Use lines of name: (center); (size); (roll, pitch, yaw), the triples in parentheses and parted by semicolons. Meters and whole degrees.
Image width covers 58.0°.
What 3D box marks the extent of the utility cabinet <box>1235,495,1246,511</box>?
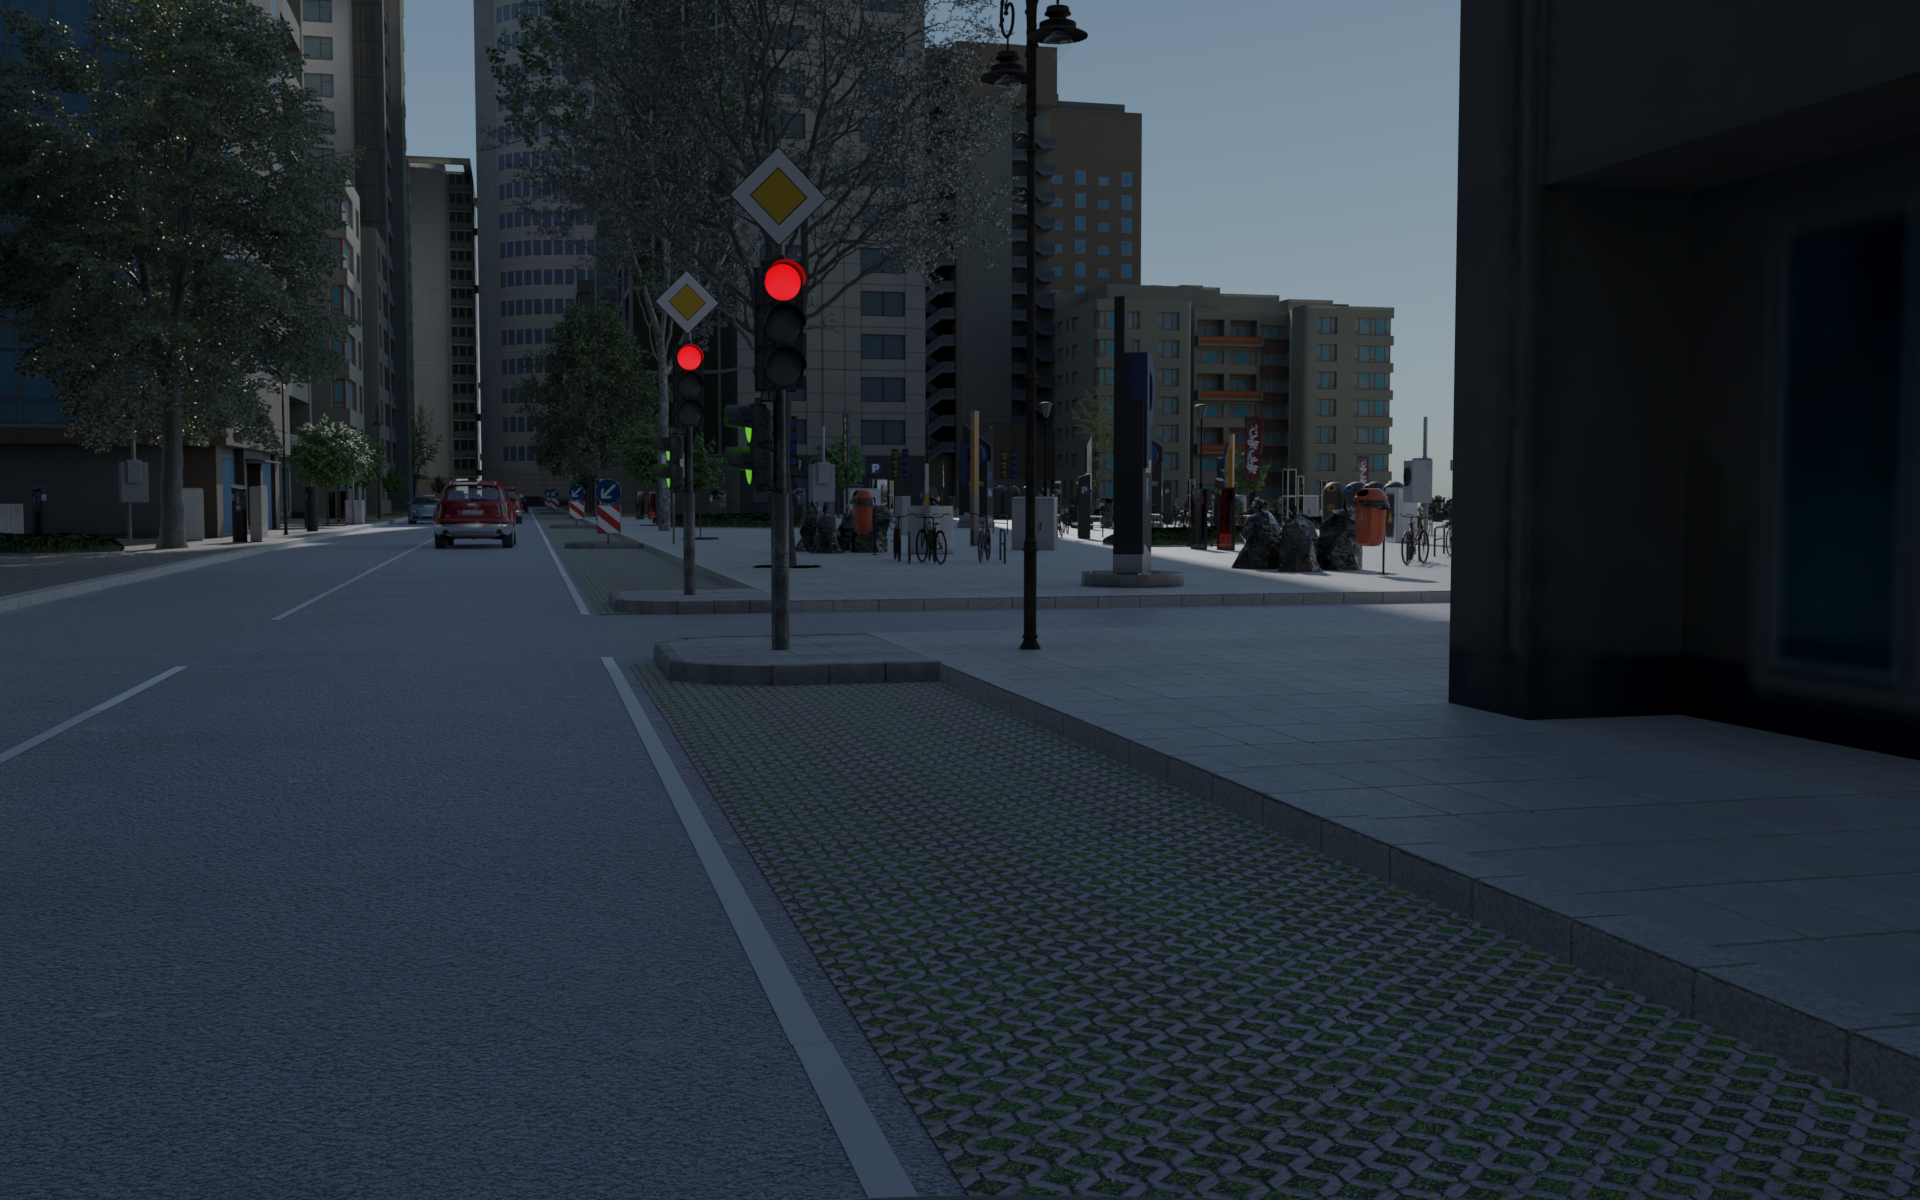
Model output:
utility cabinet: (16.222, -5.486, 100.862); (0.306, 1.237, 1.020); (-2, 4, -33)

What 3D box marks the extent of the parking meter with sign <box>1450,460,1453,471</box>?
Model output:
parking meter with sign: (25.636, -5.675, 89.043); (0.543, 3.016, 1.738); (2, 4, 27)

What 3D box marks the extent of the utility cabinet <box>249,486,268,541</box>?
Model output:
utility cabinet: (-18.940, -2.328, 46.747); (0.318, 1.500, 1.173); (-1, 4, -15)

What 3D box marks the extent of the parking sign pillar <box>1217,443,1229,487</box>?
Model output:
parking sign pillar: (13.714, -6.236, 90.437); (1.447, 3.967, 1.447); (1, 4, 17)

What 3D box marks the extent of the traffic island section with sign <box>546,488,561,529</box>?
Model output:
traffic island section with sign: (-16.155, -3.898, 72.362); (1.989, 1.847, 2.006); (-1, 4, -14)

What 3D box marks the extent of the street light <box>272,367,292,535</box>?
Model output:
street light: (-21.157, -4.978, 54.185); (0.468, 5.910, 1.993); (-1, 4, -14)

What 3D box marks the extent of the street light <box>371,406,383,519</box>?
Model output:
street light: (-29.929, -7.112, 89.074); (0.468, 5.910, 1.993); (-1, 4, -14)

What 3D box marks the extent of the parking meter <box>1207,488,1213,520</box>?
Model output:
parking meter: (13.739, -5.353, 95.934); (0.372, 1.533, 0.369); (0, 3, 0)

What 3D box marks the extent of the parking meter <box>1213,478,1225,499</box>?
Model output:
parking meter: (9.433, -3.500, 62.935); (0.255, 1.863, 0.399); (-1, 4, -16)

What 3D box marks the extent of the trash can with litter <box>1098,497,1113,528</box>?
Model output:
trash can with litter: (5.488, -3.335, 65.907); (0.624, 1.170, 1.055); (0, 4, -4)

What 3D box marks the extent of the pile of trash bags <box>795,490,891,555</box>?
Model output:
pile of trash bags: (-2.430, -1.713, 37.752); (1.912, 1.369, 3.447); (-1, 4, -17)

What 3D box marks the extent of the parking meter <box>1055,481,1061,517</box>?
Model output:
parking meter: (4.400, -4.408, 77.777); (0.255, 1.863, 0.399); (1, 4, 10)

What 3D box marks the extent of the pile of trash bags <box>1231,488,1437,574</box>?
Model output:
pile of trash bags: (6.049, -1.174, 28.952); (1.912, 1.369, 3.447); (-1, 4, -22)

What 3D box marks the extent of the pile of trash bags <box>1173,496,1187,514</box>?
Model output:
pile of trash bags: (12.948, -5.466, 99.113); (1.912, 1.369, 3.447); (2, 4, 24)

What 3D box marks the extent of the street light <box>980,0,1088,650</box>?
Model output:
street light: (0.580, -2.531, 14.163); (0.468, 5.910, 1.993); (-1, 4, -14)

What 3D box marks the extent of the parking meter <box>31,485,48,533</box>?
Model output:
parking meter: (-25.084, -2.374, 47.222); (0.372, 1.533, 0.369); (0, 3, 0)

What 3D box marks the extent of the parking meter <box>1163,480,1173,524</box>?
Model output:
parking meter: (8.784, -4.124, 73.131); (0.399, 1.863, 0.255); (2, 4, 32)

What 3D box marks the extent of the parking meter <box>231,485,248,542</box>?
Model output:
parking meter: (-19.272, -2.319, 46.321); (0.372, 1.533, 0.369); (0, 3, 0)

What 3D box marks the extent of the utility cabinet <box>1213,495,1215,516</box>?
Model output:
utility cabinet: (12.983, -4.722, 88.368); (1.020, 1.237, 0.306); (0, 4, 5)

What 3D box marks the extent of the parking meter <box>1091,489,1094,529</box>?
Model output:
parking meter: (4.684, -3.352, 63.212); (0.372, 1.533, 0.369); (0, 3, 0)

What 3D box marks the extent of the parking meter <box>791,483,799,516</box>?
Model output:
parking meter: (-8.457, -5.080, 88.775); (0.399, 1.863, 0.255); (0, 4, 6)

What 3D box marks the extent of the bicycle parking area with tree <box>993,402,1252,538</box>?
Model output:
bicycle parking area with tree: (5.199, -4.138, 54.665); (8.231, 4.147, 9.016); (0, 4, 0)

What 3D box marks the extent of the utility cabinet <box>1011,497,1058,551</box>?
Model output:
utility cabinet: (1.698, -1.738, 39.580); (1.020, 1.237, 0.306); (1, 4, 21)

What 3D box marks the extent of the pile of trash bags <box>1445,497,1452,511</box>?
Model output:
pile of trash bags: (25.375, -5.149, 93.936); (3.447, 1.369, 1.912); (3, 4, 36)

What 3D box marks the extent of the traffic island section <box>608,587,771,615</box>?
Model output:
traffic island section: (-3.418, 0.014, 22.052); (2.009, 0.180, 2.903); (-1, 4, -14)

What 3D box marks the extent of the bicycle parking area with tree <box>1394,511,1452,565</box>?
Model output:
bicycle parking area with tree: (12.577, -2.815, 33.032); (8.231, 4.147, 9.016); (2, 4, 35)

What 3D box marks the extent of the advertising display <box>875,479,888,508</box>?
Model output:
advertising display: (-3.410, -4.269, 75.018); (0.123, 1.923, 0.974); (2, 4, 26)

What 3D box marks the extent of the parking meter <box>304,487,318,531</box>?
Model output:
parking meter: (-24.523, -3.479, 65.287); (0.372, 1.533, 0.369); (0, 3, 0)

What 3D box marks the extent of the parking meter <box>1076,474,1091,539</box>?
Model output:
parking meter: (3.544, -2.692, 49.729); (0.399, 1.863, 0.255); (0, 4, -2)

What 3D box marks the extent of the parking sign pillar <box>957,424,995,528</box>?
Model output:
parking sign pillar: (0.657, -4.918, 68.884); (1.447, 3.967, 1.447); (-2, 4, -28)

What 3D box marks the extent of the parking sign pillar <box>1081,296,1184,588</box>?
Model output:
parking sign pillar: (2.430, -2.190, 24.278); (1.447, 3.967, 1.447); (1, 4, 12)

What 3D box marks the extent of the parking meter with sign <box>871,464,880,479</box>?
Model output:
parking meter with sign: (-4.678, -6.240, 98.277); (0.543, 3.016, 1.738); (-1, 4, -10)

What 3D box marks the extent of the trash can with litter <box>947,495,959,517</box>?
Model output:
trash can with litter: (-0.839, -5.245, 96.810); (2.233, 1.210, 1.678); (1, 4, 13)

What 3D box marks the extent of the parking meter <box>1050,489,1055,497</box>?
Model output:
parking meter: (4.804, -4.944, 89.241); (0.372, 1.533, 0.369); (0, 3, 0)

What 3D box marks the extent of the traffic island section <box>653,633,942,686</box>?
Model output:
traffic island section: (-1.459, 0.488, 14.310); (2.009, 0.180, 2.903); (-1, 4, -14)

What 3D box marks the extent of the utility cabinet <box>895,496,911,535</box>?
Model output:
utility cabinet: (-1.805, -2.636, 54.263); (0.306, 1.237, 1.020); (-1, 4, -14)

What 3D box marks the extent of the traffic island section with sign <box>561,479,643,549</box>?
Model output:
traffic island section with sign: (-9.461, -2.280, 45.901); (1.989, 1.847, 2.006); (-1, 4, -14)

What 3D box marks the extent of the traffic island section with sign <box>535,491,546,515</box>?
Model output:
traffic island section with sign: (-28.526, -6.888, 121.253); (1.989, 1.847, 2.006); (-1, 4, -14)

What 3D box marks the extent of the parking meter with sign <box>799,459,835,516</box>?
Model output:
parking meter with sign: (-7.163, -5.533, 86.727); (1.738, 3.016, 0.543); (-1, 4, -22)

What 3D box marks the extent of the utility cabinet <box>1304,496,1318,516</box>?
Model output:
utility cabinet: (14.505, -3.767, 72.744); (1.020, 1.237, 0.306); (1, 4, 18)

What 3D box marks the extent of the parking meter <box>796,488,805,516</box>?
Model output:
parking meter: (-6.424, -3.759, 69.876); (0.372, 1.533, 0.369); (0, 3, 0)
